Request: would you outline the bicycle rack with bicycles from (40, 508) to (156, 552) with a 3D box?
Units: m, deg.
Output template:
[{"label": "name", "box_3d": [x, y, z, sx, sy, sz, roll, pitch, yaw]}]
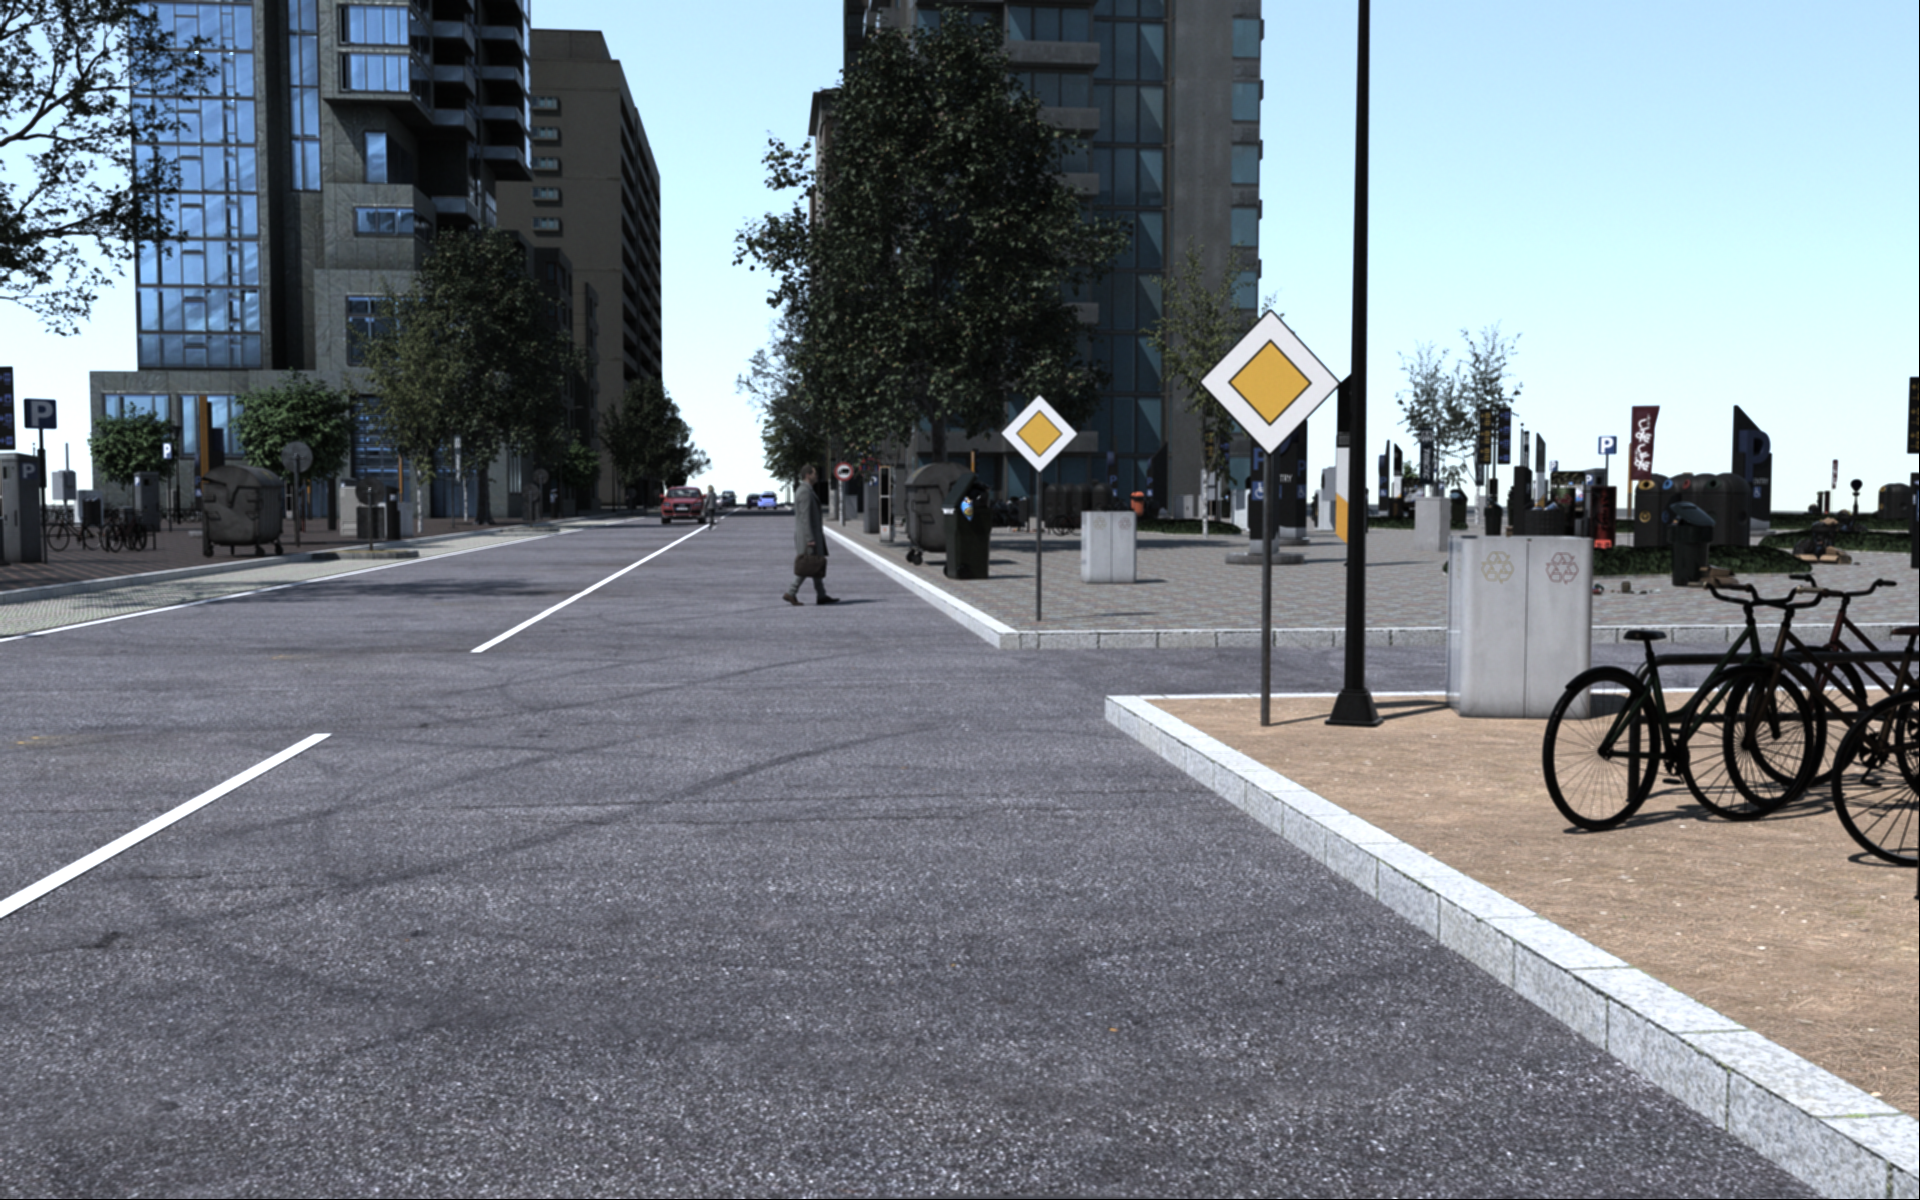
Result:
[{"label": "bicycle rack with bicycles", "box_3d": [-19.427, -1.588, 39.340, 2.852, 0.926, 2.925, 1, 4, 9]}]

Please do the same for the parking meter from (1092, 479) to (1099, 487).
[{"label": "parking meter", "box_3d": [5.331, -3.824, 68.237, 0.255, 1.863, 0.399, 0, 4, 1]}]

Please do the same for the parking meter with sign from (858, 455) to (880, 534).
[{"label": "parking meter with sign", "box_3d": [-2.922, -3.694, 56.657, 0.543, 3.016, 1.738, -1, 4, -13]}]

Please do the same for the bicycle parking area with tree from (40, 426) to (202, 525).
[{"label": "bicycle parking area with tree", "box_3d": [-35.013, -5.386, 75.057, 9.016, 4.147, 8.231, -2, 4, -30]}]

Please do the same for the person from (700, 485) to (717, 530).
[{"label": "person", "box_3d": [-9.973, -3.693, 69.065, 0.728, 1.800, 0.709, 3, 5, 44]}]

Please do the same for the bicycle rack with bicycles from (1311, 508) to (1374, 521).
[{"label": "bicycle rack with bicycles", "box_3d": [17.584, -4.068, 79.889, 2.925, 0.926, 2.852, 0, 4, 7]}]

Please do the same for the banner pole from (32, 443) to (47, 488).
[{"label": "banner pole", "box_3d": [-44.892, -5.775, 84.444, 0.401, 3.779, 0.863, 2, 4, 25]}]

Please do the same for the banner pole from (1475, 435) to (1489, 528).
[{"label": "banner pole", "box_3d": [19.506, -4.561, 64.586, 0.863, 3.779, 0.401, -2, 4, -31]}]

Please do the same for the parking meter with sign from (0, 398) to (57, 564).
[{"label": "parking meter with sign", "box_3d": [-17.487, -2.203, 32.274, 1.738, 3.016, 0.543, 3, 4, 37]}]

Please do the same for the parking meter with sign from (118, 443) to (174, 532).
[{"label": "parking meter with sign", "box_3d": [-27.379, -3.792, 58.261, 0.543, 3.016, 1.738, 2, 4, 35]}]

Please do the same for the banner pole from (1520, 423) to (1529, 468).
[{"label": "banner pole", "box_3d": [19.706, -4.313, 60.527, 0.401, 3.779, 0.863, 0, 4, -5]}]

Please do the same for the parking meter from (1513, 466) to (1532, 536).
[{"label": "parking meter", "box_3d": [11.751, -1.864, 36.183, 0.255, 1.863, 0.399, 3, 5, 43]}]

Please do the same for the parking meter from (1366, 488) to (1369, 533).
[{"label": "parking meter", "box_3d": [13.247, -2.973, 57.012, 0.372, 1.533, 0.369, 0, 3, 0]}]

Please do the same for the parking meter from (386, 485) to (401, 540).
[{"label": "parking meter", "box_3d": [-15.879, -2.453, 48.520, 0.372, 1.533, 0.369, 0, 3, 0]}]

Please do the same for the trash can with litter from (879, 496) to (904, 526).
[{"label": "trash can with litter", "box_3d": [-2.743, -3.517, 68.565, 2.233, 1.210, 1.678, -3, 5, -42]}]

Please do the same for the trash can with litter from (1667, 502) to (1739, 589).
[{"label": "trash can with litter", "box_3d": [10.295, -0.765, 23.901, 0.624, 1.170, 1.055, -1, 4, -22]}]

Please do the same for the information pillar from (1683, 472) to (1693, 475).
[{"label": "information pillar", "box_3d": [24.689, -3.321, 58.792, 0.304, 2.012, 0.304, 2, 4, 32]}]

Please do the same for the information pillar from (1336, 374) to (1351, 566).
[{"label": "information pillar", "box_3d": [6.947, -2.411, 30.772, 0.504, 3.616, 0.183, 1, 4, 19]}]

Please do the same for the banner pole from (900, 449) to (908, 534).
[{"label": "banner pole", "box_3d": [-1.702, -3.990, 55.254, 0.401, 3.779, 0.863, 0, 4, -3]}]

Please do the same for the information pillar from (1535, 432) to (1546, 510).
[{"label": "information pillar", "box_3d": [22.096, -4.565, 65.985, 0.504, 3.616, 0.183, -2, 4, -35]}]

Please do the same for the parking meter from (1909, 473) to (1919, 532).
[{"label": "parking meter", "box_3d": [26.079, -2.534, 47.150, 0.399, 1.863, 0.255, -2, 4, -26]}]

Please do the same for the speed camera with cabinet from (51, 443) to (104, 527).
[{"label": "speed camera with cabinet", "box_3d": [-34.288, -4.462, 67.292, 0.660, 3.252, 2.038, 1, 4, 16]}]

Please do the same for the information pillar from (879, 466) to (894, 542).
[{"label": "information pillar", "box_3d": [-1.950, -2.547, 46.129, 0.304, 2.012, 0.304, 1, 4, 18]}]

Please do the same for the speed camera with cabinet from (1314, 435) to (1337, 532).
[{"label": "speed camera with cabinet", "box_3d": [12.549, -3.962, 59.107, 0.660, 3.252, 2.038, 0, 4, 3]}]

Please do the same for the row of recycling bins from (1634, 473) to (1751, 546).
[{"label": "row of recycling bins", "box_3d": [14.817, -1.711, 35.093, 1.069, 1.692, 3.534, 0, 4, -6]}]

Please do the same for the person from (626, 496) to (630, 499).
[{"label": "person", "box_3d": [-32.706, -9.962, 171.244, 0.599, 1.838, 0.709, 3, 5, 44]}]

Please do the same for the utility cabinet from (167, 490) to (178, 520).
[{"label": "utility cabinet", "box_3d": [-39.270, -4.758, 86.472, 0.318, 1.500, 1.173, -1, 4, -11]}]

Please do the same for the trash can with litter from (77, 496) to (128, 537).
[{"label": "trash can with litter", "box_3d": [-26.107, -2.564, 52.987, 1.678, 1.210, 2.233, 3, 4, 37]}]

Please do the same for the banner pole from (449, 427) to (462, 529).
[{"label": "banner pole", "box_3d": [-18.752, -4.550, 64.410, 0.863, 3.779, 0.401, 3, 5, 42]}]

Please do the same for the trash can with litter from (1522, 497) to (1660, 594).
[{"label": "trash can with litter", "box_3d": [7.995, -0.699, 22.485, 2.233, 1.210, 1.678, 0, 4, 7]}]

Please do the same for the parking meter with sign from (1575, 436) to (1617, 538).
[{"label": "parking meter with sign", "box_3d": [18.846, -3.384, 51.583, 1.738, 3.016, 0.543, -3, 5, -42]}]

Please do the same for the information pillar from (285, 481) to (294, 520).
[{"label": "information pillar", "box_3d": [-32.909, -4.925, 85.022, 0.304, 2.012, 0.304, -1, 4, -8]}]

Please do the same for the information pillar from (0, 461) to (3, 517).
[{"label": "information pillar", "box_3d": [-21.328, -2.095, 38.747, 0.304, 2.012, 0.304, 3, 5, 40]}]

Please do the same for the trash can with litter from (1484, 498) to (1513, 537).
[{"label": "trash can with litter", "box_3d": [16.417, -2.513, 52.469, 1.055, 1.170, 0.624, 2, 4, 24]}]

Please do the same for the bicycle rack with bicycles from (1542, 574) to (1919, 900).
[{"label": "bicycle rack with bicycles", "box_3d": [3.624, 0.418, 6.556, 2.925, 0.926, 2.852, 0, 4, -7]}]

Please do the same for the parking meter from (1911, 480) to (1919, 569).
[{"label": "parking meter", "box_3d": [16.623, -1.311, 29.846, 0.372, 1.533, 0.369, 0, 3, 0]}]

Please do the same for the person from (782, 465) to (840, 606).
[{"label": "person", "box_3d": [-1.920, -0.841, 22.355, 0.767, 1.812, 0.694, -1, 4, -9]}]

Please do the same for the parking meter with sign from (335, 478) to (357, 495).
[{"label": "parking meter with sign", "box_3d": [-29.081, -5.275, 82.503, 0.543, 3.016, 1.738, 2, 4, 32]}]

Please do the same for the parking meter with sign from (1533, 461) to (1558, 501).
[{"label": "parking meter with sign", "box_3d": [30.246, -5.750, 90.272, 1.738, 3.016, 0.543, -1, 4, -20]}]

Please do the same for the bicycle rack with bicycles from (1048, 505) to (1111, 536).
[{"label": "bicycle rack with bicycles", "box_3d": [4.056, -2.512, 54.451, 2.925, 0.926, 2.852, -1, 4, -10]}]

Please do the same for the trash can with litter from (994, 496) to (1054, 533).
[{"label": "trash can with litter", "box_3d": [2.283, -2.859, 57.801, 1.678, 1.210, 2.233, -2, 4, -35]}]

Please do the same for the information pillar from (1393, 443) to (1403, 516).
[{"label": "information pillar", "box_3d": [20.025, -5.376, 79.254, 0.183, 3.616, 0.504, -2, 4, -30]}]

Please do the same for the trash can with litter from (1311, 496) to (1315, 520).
[{"label": "trash can with litter", "box_3d": [17.803, -4.518, 85.258, 0.624, 1.170, 1.055, -3, 4, -36]}]

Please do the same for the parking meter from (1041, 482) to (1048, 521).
[{"label": "parking meter", "box_3d": [4.228, -4.976, 87.069, 0.399, 1.863, 0.255, -3, 5, -44]}]

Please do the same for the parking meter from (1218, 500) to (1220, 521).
[{"label": "parking meter", "box_3d": [10.137, -3.696, 68.840, 0.372, 1.533, 0.369, 0, 3, 0]}]

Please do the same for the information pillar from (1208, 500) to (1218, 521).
[{"label": "information pillar", "box_3d": [9.601, -3.749, 65.793, 0.304, 2.012, 0.304, -1, 4, -16]}]

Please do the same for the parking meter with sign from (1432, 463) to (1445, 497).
[{"label": "parking meter with sign", "box_3d": [26.184, -6.023, 94.734, 0.543, 3.016, 1.738, 0, 4, -6]}]

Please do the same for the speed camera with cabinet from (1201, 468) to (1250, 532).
[{"label": "speed camera with cabinet", "box_3d": [9.629, -4.119, 61.685, 2.038, 3.252, 0.660, 1, 4, 13]}]

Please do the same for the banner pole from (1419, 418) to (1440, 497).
[{"label": "banner pole", "box_3d": [15.507, -4.098, 57.025, 0.863, 3.779, 0.401, -1, 4, -9]}]

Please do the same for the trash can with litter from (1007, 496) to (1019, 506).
[{"label": "trash can with litter", "box_3d": [2.731, -4.347, 82.465, 0.624, 1.170, 1.055, 2, 4, 33]}]

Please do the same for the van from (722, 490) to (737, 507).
[{"label": "van", "box_3d": [-26.351, -11.628, 197.129, 2.013, 2.044, 4.112, 0, 4, -7]}]

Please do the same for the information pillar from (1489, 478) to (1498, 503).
[{"label": "information pillar", "box_3d": [25.129, -4.718, 81.625, 0.304, 2.012, 0.304, -2, 4, -27]}]

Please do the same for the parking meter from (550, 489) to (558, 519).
[{"label": "parking meter", "box_3d": [-21.305, -5.045, 90.900, 0.372, 1.533, 0.369, 0, 3, 0]}]

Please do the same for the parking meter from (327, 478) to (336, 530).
[{"label": "parking meter", "box_3d": [-22.422, -3.429, 61.782, 0.255, 1.863, 0.399, -2, 4, -26]}]
